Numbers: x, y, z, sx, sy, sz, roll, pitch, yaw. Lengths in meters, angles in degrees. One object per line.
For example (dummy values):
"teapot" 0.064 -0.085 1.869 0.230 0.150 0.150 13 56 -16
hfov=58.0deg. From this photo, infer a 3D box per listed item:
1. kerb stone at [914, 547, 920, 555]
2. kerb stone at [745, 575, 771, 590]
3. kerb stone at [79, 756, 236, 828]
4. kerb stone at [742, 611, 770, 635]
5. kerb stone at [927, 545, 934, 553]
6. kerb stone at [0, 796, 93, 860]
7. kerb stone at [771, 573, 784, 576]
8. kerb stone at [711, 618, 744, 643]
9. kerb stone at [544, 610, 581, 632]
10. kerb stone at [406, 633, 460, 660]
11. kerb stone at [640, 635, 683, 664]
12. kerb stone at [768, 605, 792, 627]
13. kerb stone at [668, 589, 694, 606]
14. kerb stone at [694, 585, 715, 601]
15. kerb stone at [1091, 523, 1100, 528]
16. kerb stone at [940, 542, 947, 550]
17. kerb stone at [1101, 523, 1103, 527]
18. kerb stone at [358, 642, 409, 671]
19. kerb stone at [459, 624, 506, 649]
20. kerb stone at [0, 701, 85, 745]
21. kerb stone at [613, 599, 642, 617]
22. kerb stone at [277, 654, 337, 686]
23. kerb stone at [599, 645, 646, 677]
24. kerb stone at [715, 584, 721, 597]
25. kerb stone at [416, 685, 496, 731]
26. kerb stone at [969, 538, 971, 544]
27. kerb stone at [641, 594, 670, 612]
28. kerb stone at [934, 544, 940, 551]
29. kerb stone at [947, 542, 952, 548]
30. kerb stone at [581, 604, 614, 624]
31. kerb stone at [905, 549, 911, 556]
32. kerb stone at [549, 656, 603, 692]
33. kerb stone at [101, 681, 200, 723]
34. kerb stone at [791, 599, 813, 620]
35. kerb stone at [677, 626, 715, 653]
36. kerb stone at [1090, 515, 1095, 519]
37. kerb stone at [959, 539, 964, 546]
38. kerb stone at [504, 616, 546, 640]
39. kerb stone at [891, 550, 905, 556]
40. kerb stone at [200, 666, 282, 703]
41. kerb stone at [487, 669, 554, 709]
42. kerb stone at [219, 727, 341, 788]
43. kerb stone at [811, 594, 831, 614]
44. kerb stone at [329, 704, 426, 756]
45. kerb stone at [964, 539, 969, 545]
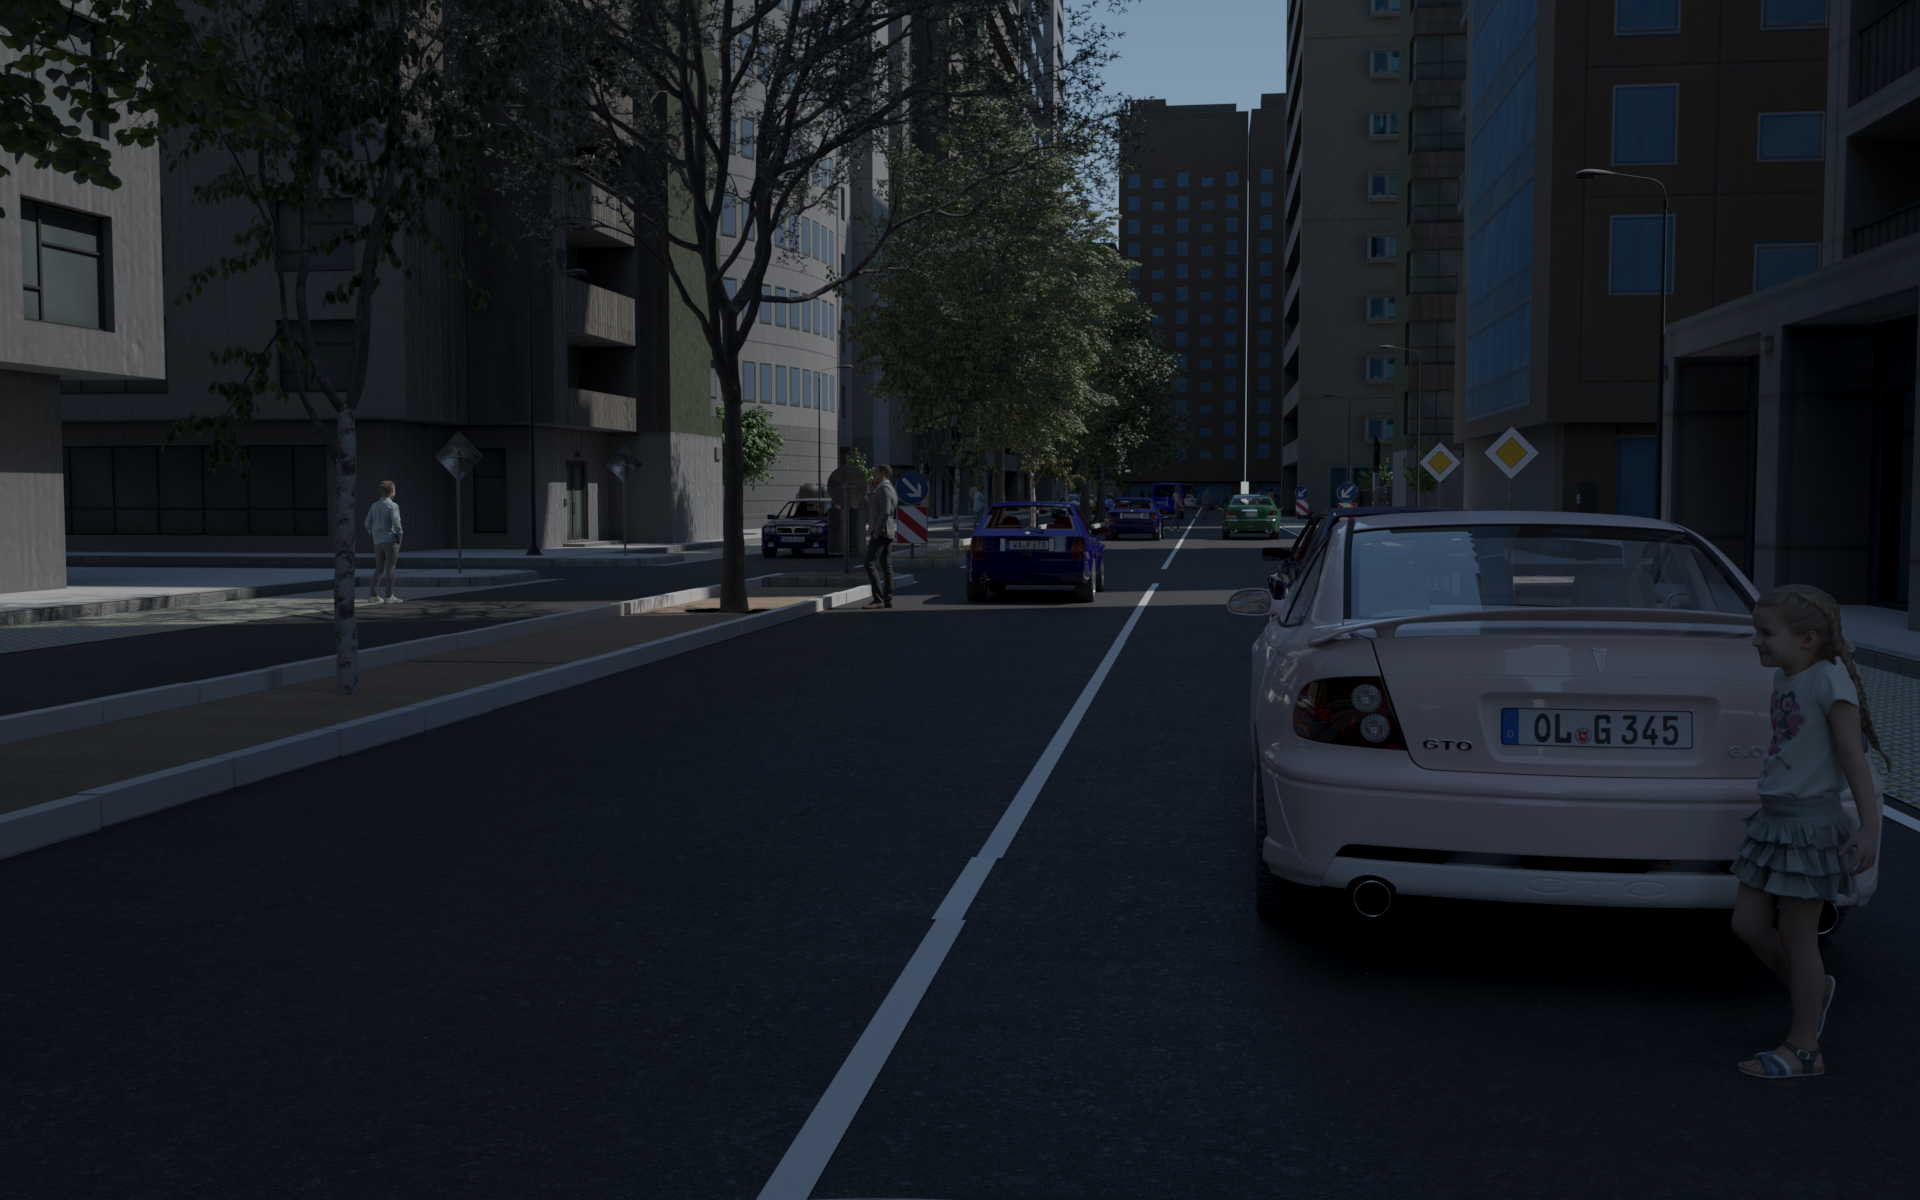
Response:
"kerb stone" -1.121 -1.101 40.197 0.120 0.150 1.000 1 4 8
"kerb stone" -3.105 -0.260 26.475 0.120 0.150 1.000 1 4 8
"kerb stone" -3.663 0.874 7.928 0.120 0.150 1.000 1 4 8
"kerb stone" -2.197 0.253 18.067 0.120 0.150 1.000 1 4 8
"kerb stone" -0.832 -1.225 42.225 0.120 0.150 1.000 1 4 8
"kerb stone" -3.803 0.942 6.916 0.120 0.150 1.000 1 4 8
"kerb stone" -2.959 -0.324 27.490 0.120 0.150 1.000 1 4 8
"kerb stone" -2.348 0.315 17.052 0.120 0.150 1.000 1 4 8
"kerb stone" -4.277 0.235 18.357 0.120 0.150 1.000 1 4 8
"kerb stone" -4.720 0.420 15.323 0.120 0.150 1.000 1 4 8
"kerb stone" -2.633 0.439 15.025 0.120 0.150 1.000 1 4 8
"kerb stone" -2.052 0.193 19.079 0.120 0.150 1.000 1 4 8
"kerb stone" -3.688 -0.014 22.417 0.120 0.150 1.000 1 4 8
"kerb stone" -3.544 -0.075 23.429 0.120 0.150 1.000 1 4 8
"kerb stone" 5.638 -3.069 72.381 0.120 0.150 1.000 1 4 8
"kerb stone" -0.537 -1.347 44.253 0.120 0.150 1.000 1 4 8
"kerb stone" 5.931 -3.194 74.418 0.120 0.150 1.000 1 4 8
"kerb stone" -4.860 0.482 14.311 0.120 0.150 1.000 1 4 8
"kerb stone" -4.569 0.364 16.335 0.120 0.150 1.000 1 4 8
"kerb stone" -5.442 0.732 10.252 0.120 0.150 1.000 1 4 8
"kerb stone" -3.989 0.111 20.386 0.120 0.150 1.000 1 4 8
"kerb stone" -5.000 0.545 13.292 0.120 0.150 1.000 1 4 8
"kerb stone" -2.783 0.505 14.014 0.120 0.150 1.000 1 4 8
"kerb stone" -3.397 -0.135 24.444 0.120 0.150 1.000 1 4 8
"kerb stone" -3.218 0.686 10.974 0.120 0.150 1.000 1 4 8
"kerb stone" 0.196 -1.657 49.340 0.120 0.150 1.000 1 4 8
"kerb stone" -3.834 0.048 21.406 0.120 0.150 1.000 1 4 8
"kerb stone" -0.686 -1.285 43.241 0.120 0.150 1.000 1 4 8
"kerb stone" -0.397 -1.411 45.265 0.120 0.150 1.000 1 4 8
"kerb stone" -4.126 0.173 19.370 0.120 0.150 1.000 1 4 8
"kerb stone" -1.277 -1.038 39.187 0.120 0.150 1.000 1 4 8
"kerb stone" -2.927 0.563 13.001 0.120 0.150 1.000 1 4 8
"kerb stone" -5.306 0.669 11.264 0.120 0.150 1.000 1 4 8
"kerb stone" -1.908 0.129 20.093 0.120 0.150 1.000 1 4 8
"kerb stone" -2.492 0.377 16.037 0.120 0.150 1.000 1 4 8
"kerb stone" 7.954 -4.949 103.125 0.120 0.150 1.000 1 4 8
"kerb stone" -0.099 -1.536 47.306 0.120 0.150 1.000 1 4 8
"kerb stone" -4.421 0.297 17.346 0.120 0.150 1.000 1 4 8
"kerb stone" -1.419 -0.977 38.172 0.120 0.150 1.000 1 4 8
"kerb stone" -5.146 0.612 12.281 0.120 0.150 1.000 1 4 8
"kerb stone" -3.077 0.624 11.991 0.120 0.150 1.000 1 4 8
"kerb stone" -3.515 0.812 8.944 0.120 0.150 1.000 1 4 8
"kerb stone" -1.765 0.067 21.105 0.120 0.150 1.000 1 4 8
"kerb stone" -3.364 0.749 9.954 0.120 0.150 1.000 1 4 8
"kerb stone" 0.050 -1.598 48.328 0.120 0.150 1.000 1 4 8
